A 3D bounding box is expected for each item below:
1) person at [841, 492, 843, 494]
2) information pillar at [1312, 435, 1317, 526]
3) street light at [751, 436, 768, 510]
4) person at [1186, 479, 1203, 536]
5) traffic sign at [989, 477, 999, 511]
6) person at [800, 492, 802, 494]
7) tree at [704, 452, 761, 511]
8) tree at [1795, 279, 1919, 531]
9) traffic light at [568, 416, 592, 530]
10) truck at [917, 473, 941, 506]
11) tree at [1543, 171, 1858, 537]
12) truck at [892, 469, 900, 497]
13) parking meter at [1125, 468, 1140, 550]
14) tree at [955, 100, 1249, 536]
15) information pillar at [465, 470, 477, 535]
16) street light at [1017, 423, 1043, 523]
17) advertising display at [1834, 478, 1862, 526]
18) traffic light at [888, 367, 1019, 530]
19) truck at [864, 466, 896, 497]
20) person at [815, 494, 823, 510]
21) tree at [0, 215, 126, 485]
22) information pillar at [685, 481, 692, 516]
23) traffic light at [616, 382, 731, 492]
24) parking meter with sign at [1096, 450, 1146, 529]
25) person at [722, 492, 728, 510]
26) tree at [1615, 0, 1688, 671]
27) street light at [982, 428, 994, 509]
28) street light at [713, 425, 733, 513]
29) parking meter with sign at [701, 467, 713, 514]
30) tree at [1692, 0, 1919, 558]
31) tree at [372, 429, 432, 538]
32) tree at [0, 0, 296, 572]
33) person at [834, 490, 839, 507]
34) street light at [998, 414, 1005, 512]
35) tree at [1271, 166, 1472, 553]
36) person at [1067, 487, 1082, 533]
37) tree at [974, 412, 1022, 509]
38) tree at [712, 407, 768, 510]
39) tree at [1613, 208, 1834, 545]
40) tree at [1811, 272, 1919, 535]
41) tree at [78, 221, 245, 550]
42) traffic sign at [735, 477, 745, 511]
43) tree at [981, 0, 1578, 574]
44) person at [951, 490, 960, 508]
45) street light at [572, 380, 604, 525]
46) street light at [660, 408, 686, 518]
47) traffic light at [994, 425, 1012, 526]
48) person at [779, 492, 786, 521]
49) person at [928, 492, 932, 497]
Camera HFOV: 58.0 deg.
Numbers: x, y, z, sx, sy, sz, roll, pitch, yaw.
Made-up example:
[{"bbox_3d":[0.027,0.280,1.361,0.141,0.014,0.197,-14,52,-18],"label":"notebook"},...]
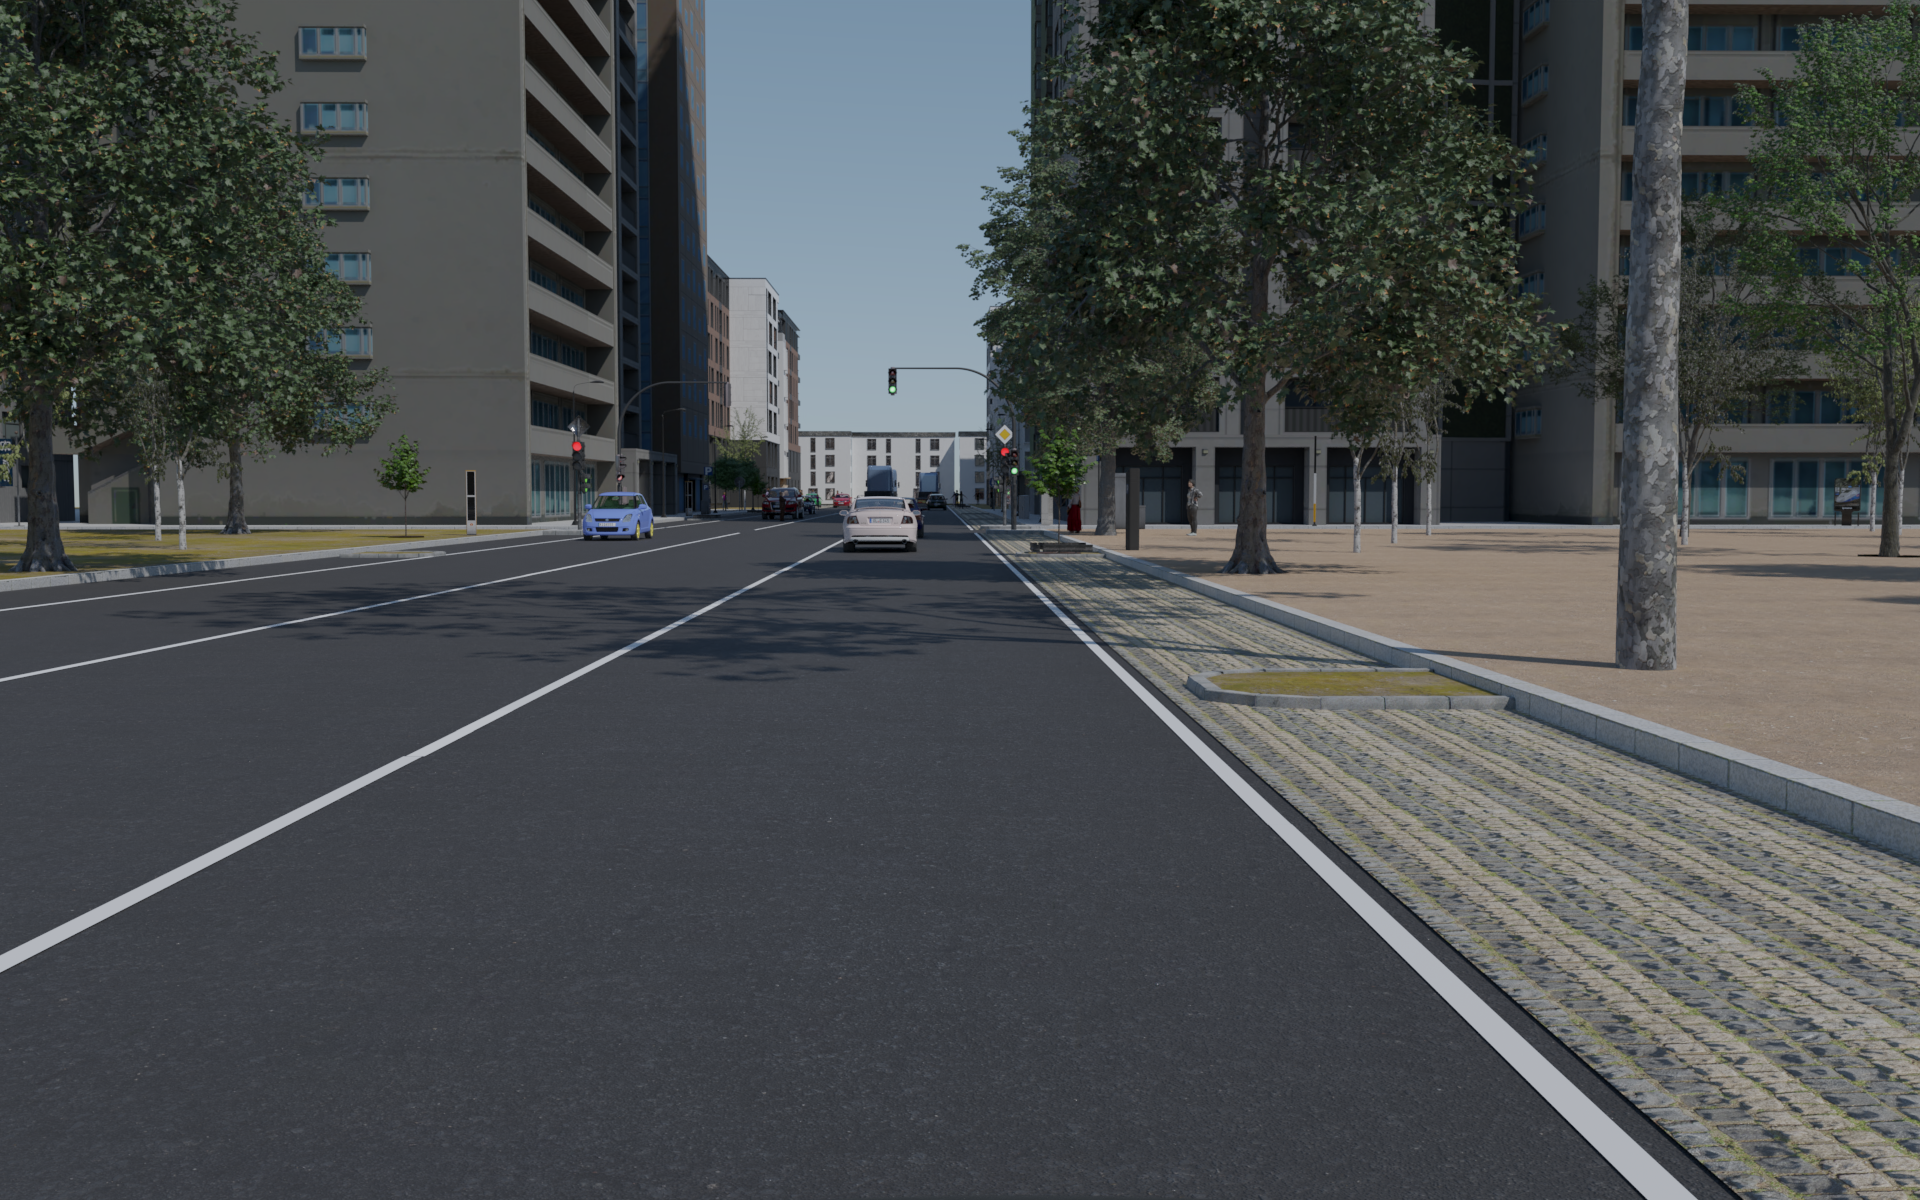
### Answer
[{"bbox_3d":[-14.775,-12.695,216.995,0.756,1.711,0.436,-2,4,-27],"label":"person"},{"bbox_3d":[14.243,-4.777,69.466,0.183,3.616,0.504,1,4,13],"label":"information pillar"},{"bbox_3d":[-16.122,-10.197,139.264,1.470,5.913,1.316,0,4,-1],"label":"street light"},{"bbox_3d":[7.193,-2.854,53.428,0.376,1.734,0.841,0,4,-8],"label":"person"},{"bbox_3d":[2.607,-8.092,132.408,0.768,2.556,0.104,0,4,0],"label":"traffic sign"},{"bbox_3d":[-12.455,-7.625,135.225,0.516,1.574,0.319,-3,5,-42],"label":"person"},{"bbox_3d":[-17.606,-8.981,130.556,4.285,4.588,4.351,0,3,0],"label":"tree"},{"bbox_3d":[31.591,-6.661,59.262,4.360,8.622,3.978,0,3,0],"label":"tree"},{"bbox_3d":[-13.611,-4.467,61.953,0.839,4.253,0.868,0,4,-1],"label":"traffic light"},{"bbox_3d":[-3.848,-13.491,210.340,2.967,4.110,18.799,0,4,-1],"label":"truck"},{"bbox_3d":[21.478,-7.135,51.073,8.767,10.594,7.601,1,4,20],"label":"tree"},{"bbox_3d":[-7.902,-11.803,182.732,2.967,4.110,18.799,0,4,-2],"label":"truck"},{"bbox_3d":[3.936,-2.067,39.513,0.255,1.863,0.399,0,4,-7],"label":"parking meter"},{"bbox_3d":[4.522,-8.975,53.397,9.857,13.997,8.962,0,3,0],"label":"tree"},{"bbox_3d":[-15.199,-3.018,53.830,0.304,2.012,0.304,-1,4,-18],"label":"information pillar"},{"bbox_3d":[3.150,-6.432,77.707,1.470,5.913,1.316,0,4,-1],"label":"street light"},{"bbox_3d":[35.853,-3.961,69.974,0.974,1.923,0.123,3,4,38],"label":"advertising display"},{"bbox_3d":[-0.182,-5.343,62.023,4.771,5.953,1.251,0,4,-1],"label":"traffic light"},{"bbox_3d":[-7.627,-10.288,157.960,2.967,4.110,18.799,0,4,0],"label":"truck"},{"bbox_3d":[-12.932,-8.929,157.719,0.991,1.433,0.599,-2,4,-30],"label":"person"},{"bbox_3d":[-22.123,-5.594,41.818,4.737,8.622,4.395,0,3,0],"label":"tree"},{"bbox_3d":[-15.777,-5.889,100.785,0.304,2.012,0.304,-2,4,-35],"label":"information pillar"},{"bbox_3d":[-11.637,-5.831,70.003,4.771,5.953,1.251,0,4,-1],"label":"traffic light"},{"bbox_3d":[5.868,-4.086,63.070,1.738,3.016,0.543,0,4,-7],"label":"parking meter with sign"},{"bbox_3d":[-18.765,-7.928,138.895,0.776,1.435,0.726,3,4,36],"label":"person"},{"bbox_3d":[6.330,-9.512,11.404,12.611,20.169,13.585,0,3,0],"label":"tree"},{"bbox_3d":[2.506,-9.185,122.709,1.470,5.913,1.316,0,4,-1],"label":"street light"},{"bbox_3d":[-15.940,-8.807,116.535,1.470,5.913,1.316,0,4,-1],"label":"street light"},{"bbox_3d":[-16.086,-6.943,109.780,0.543,3.016,1.738,0,4,2],"label":"parking meter with sign"},{"bbox_3d":[19.085,-6.676,34.909,9.928,11.665,9.643,0,3,0],"label":"tree"},{"bbox_3d":[-16.280,-3.458,51.133,1.663,3.219,1.824,0,3,0],"label":"tree"},{"bbox_3d":[-15.216,-6.821,28.532,9.611,12.733,9.660,0,3,0],"label":"tree"},{"bbox_3d":[-13.112,-10.805,185.092,0.705,1.831,1.348,-3,5,-40],"label":"person"},{"bbox_3d":[2.864,-7.806,100.171,1.470,5.913,1.316,0,4,-1],"label":"street light"},{"bbox_3d":[8.664,-5.319,37.333,4.360,8.622,3.978,0,3,0],"label":"tree"},{"bbox_3d":[3.747,-2.941,56.595,0.523,1.526,0.387,-2,4,-27],"label":"person"},{"bbox_3d":[3.509,-12.218,150.120,4.360,8.622,3.978,0,3,0],"label":"tree"},{"bbox_3d":[-18.033,-11.787,143.083,4.737,8.622,4.395,0,3,0],"label":"tree"},{"bbox_3d":[18.394,-5.681,43.251,4.360,8.622,3.978,0,3,0],"label":"tree"},{"bbox_3d":[29.246,-6.341,54.032,4.737,8.622,4.395,0,3,0],"label":"tree"},{"bbox_3d":[-17.918,-5.450,39.472,4.360,8.622,3.978,0,3,0],"label":"tree"},{"bbox_3d":[-16.284,-7.820,127.965,0.768,2.556,0.104,0,4,6],"label":"traffic sign"},{"bbox_3d":[4.849,-6.771,27.717,9.611,12.733,9.660,0,3,0],"label":"tree"},{"bbox_3d":[-0.327,-10.547,180.574,1.348,1.869,0.705,1,4,11],"label":"person"},{"bbox_3d":[-15.226,-6.011,70.820,1.470,5.913,1.316,0,4,-1],"label":"street light"},{"bbox_3d":[-15.576,-7.433,94.072,1.470,5.913,1.316,0,4,-1],"label":"street light"},{"bbox_3d":[1.792,-4.970,70.179,0.839,4.253,0.868,0,4,-1],"label":"traffic light"},{"bbox_3d":[-9.459,-4.993,92.400,0.388,1.546,0.482,0,4,-1],"label":"person"},{"bbox_3d":[-3.248,-11.539,197.877,1.217,1.736,0.721,-3,5,-43],"label":"person"}]
